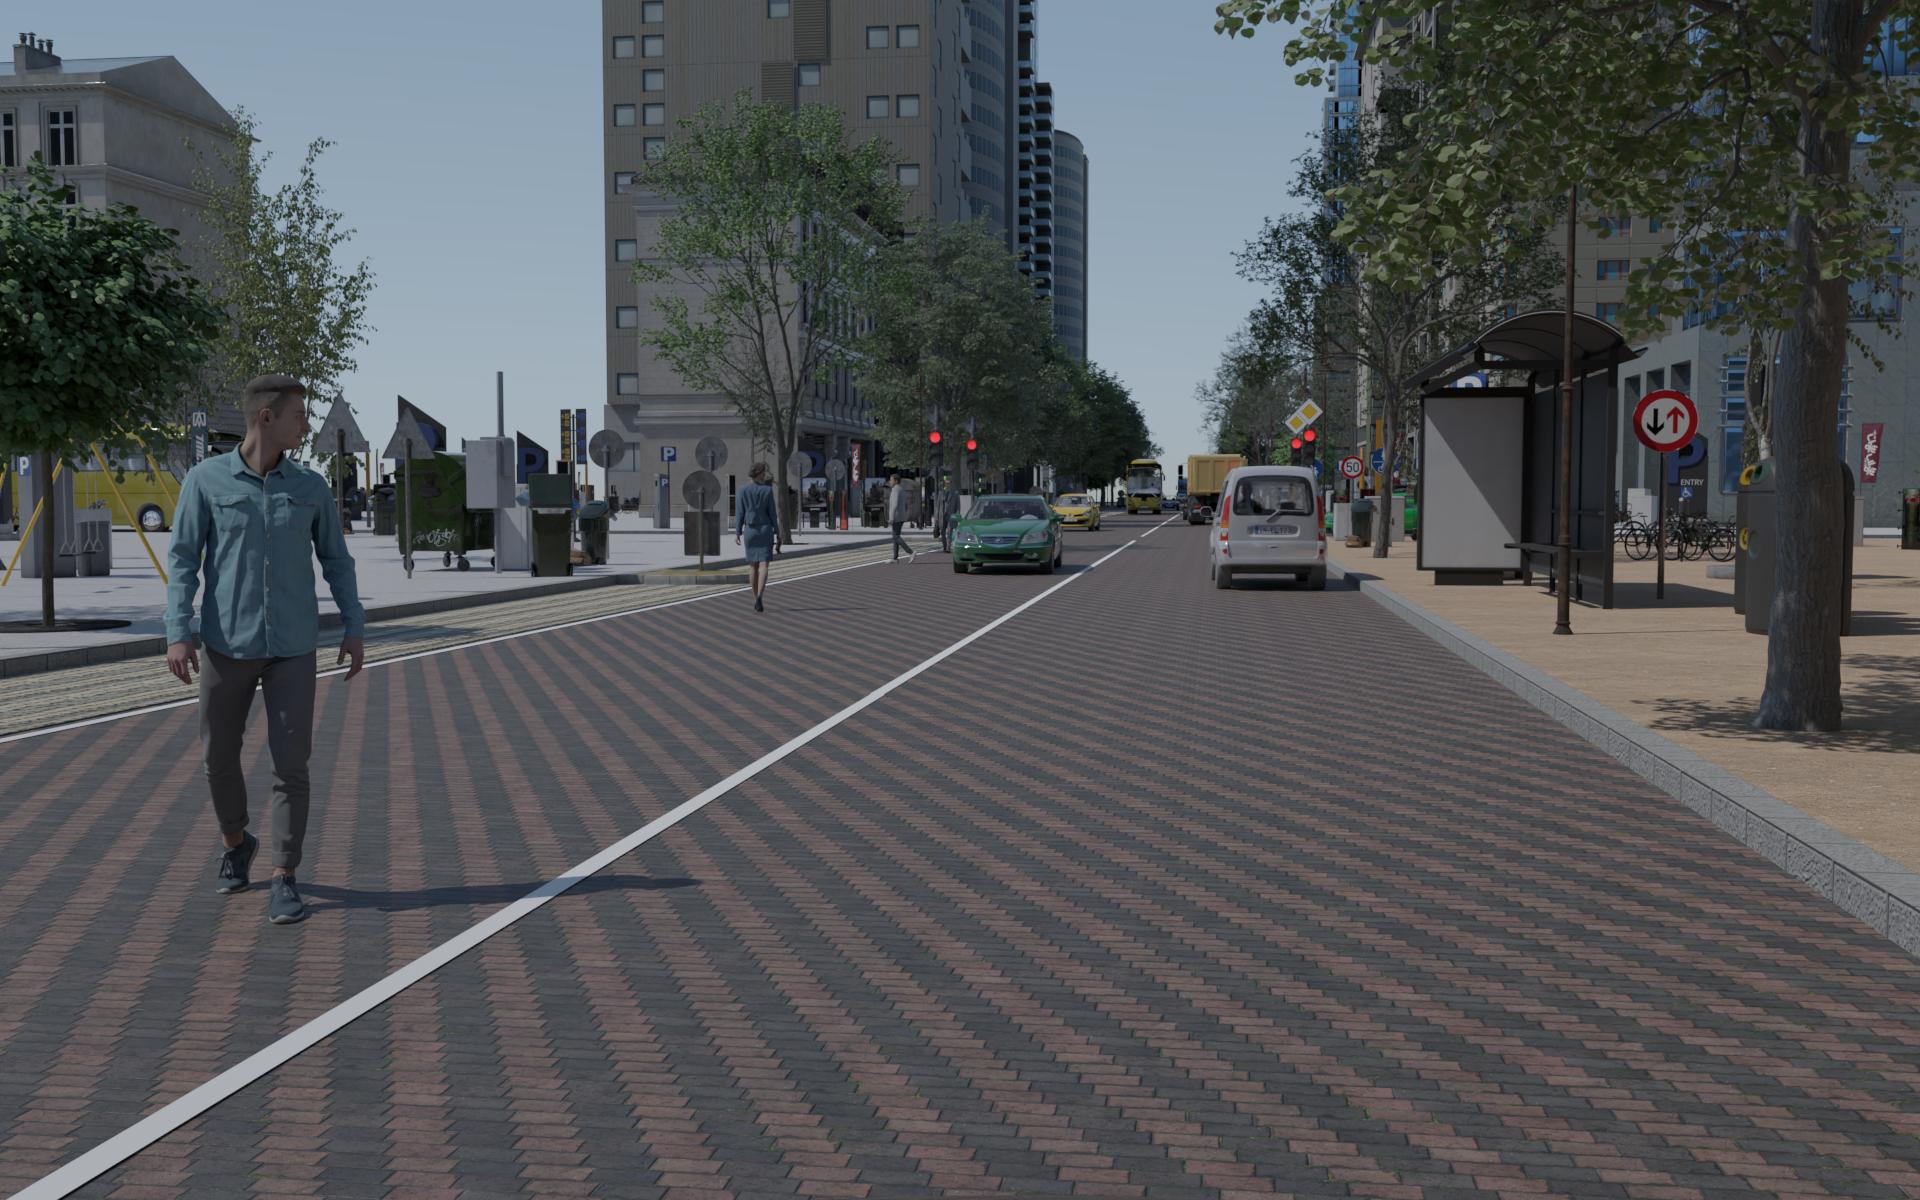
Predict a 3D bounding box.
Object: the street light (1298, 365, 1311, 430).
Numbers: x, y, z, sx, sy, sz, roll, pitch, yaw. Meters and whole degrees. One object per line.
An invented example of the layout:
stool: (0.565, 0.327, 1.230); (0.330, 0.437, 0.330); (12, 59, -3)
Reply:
street light: (12.374, -5.469, 62.204); (0.468, 5.910, 1.993); (1, 4, 8)

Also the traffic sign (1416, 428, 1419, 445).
traffic sign: (7.577, -1.665, 27.321); (0.768, 2.556, 0.104); (1, 4, 11)

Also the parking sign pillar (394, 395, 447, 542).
parking sign pillar: (-14.602, -3.576, 46.933); (1.447, 3.967, 1.447); (0, 4, 4)

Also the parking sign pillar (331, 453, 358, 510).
parking sign pillar: (-31.187, -6.072, 87.746); (1.447, 3.967, 1.447); (1, 4, 17)

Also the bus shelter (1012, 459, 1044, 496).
bus shelter: (3.703, -7.719, 103.829); (2.179, 5.291, 8.768); (1, 4, 8)

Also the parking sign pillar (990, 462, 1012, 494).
parking sign pillar: (2.310, -6.636, 96.969); (1.447, 3.967, 1.447); (3, 5, 45)

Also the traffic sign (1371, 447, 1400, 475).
traffic sign: (11.473, -2.851, 46.716); (0.768, 2.556, 0.104); (1, 4, 17)

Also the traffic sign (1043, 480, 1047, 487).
traffic sign: (5.763, -7.547, 123.393); (0.884, 2.594, 0.081); (1, 4, 14)

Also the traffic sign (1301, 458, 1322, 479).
traffic sign: (12.402, -3.727, 61.038); (0.768, 2.556, 0.104); (1, 4, 9)

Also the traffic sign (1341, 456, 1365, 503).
traffic sign: (13.009, -3.506, 57.430); (0.768, 2.556, 0.104); (1, 4, 14)

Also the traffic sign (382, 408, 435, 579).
traffic sign: (-8.334, -1.599, 26.149); (0.884, 2.594, 0.081); (1, 4, 13)

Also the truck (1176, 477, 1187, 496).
truck: (36.298, -17.712, 279.343); (2.967, 4.110, 18.799); (0, 4, 7)

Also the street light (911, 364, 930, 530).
street light: (-1.397, -5.446, 61.830); (0.468, 5.910, 1.993); (1, 4, 8)

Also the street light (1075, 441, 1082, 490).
street light: (9.515, -10.024, 136.682); (0.468, 5.910, 1.993); (1, 4, 8)

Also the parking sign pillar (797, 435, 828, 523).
parking sign pillar: (-6.685, -5.502, 78.433); (1.447, 3.967, 1.447); (-1, 4, -11)

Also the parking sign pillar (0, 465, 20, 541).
parking sign pillar: (-26.509, -3.626, 47.751); (1.447, 3.967, 1.447); (-1, 4, -19)

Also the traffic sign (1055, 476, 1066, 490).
traffic sign: (7.105, -7.484, 122.463); (0.768, 2.556, 0.104); (1, 4, 10)

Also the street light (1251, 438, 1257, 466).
street light: (23.427, -10.132, 138.441); (0.468, 5.910, 1.993); (1, 4, 8)

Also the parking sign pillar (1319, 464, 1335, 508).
parking sign pillar: (19.210, -6.331, 91.979); (1.447, 3.967, 1.447); (0, 4, 3)

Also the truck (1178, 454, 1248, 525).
truck: (12.277, -5.346, 83.335); (3.469, 3.379, 9.791); (0, 4, 6)

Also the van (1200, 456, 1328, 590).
van: (4.828, -1.246, 27.381); (2.013, 2.044, 4.112); (0, 4, 7)

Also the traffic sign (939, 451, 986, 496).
traffic sign: (0.116, -5.366, 81.615); (2.265, 3.308, 0.079); (1, 4, 13)

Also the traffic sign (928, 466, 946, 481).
traffic sign: (-0.976, -4.301, 70.323); (0.884, 2.594, 0.081); (1, 4, 16)

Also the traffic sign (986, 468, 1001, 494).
traffic sign: (1.573, -5.093, 83.369); (0.768, 2.556, 0.104); (1, 4, 9)

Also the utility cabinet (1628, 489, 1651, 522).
utility cabinet: (27.449, -3.749, 69.970); (0.318, 1.500, 1.173); (-1, 4, -11)

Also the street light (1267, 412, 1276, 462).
street light: (17.472, -7.615, 97.285); (0.468, 5.910, 1.993); (1, 4, 8)

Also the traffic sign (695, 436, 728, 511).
traffic sign: (-5.484, -2.328, 38.176); (0.768, 2.556, 0.104); (1, 4, 14)

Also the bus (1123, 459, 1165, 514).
bus: (13.430, -8.211, 125.799); (2.896, 3.916, 12.252); (0, 4, 7)

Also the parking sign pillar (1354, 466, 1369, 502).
parking sign pillar: (28.147, -8.181, 122.226); (1.447, 3.967, 1.447); (3, 5, 43)

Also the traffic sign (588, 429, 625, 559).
traffic sign: (-6.965, -2.081, 34.126); (0.768, 2.556, 0.104); (1, 4, 11)

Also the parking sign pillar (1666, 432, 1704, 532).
parking sign pillar: (23.971, -4.201, 57.152); (1.447, 3.967, 1.447); (1, 4, 18)

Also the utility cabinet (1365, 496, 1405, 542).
utility cabinet: (11.368, -2.154, 46.379); (1.020, 1.237, 0.306); (0, 4, 3)

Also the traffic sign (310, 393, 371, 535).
traffic sign: (-7.962, -1.360, 22.246); (0.884, 2.594, 0.081); (1, 4, 16)

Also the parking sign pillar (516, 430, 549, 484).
parking sign pillar: (-17.931, -5.151, 72.698); (1.447, 3.967, 1.447); (0, 4, -8)

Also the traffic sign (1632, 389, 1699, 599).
traffic sign: (8.578, -1.286, 21.137); (0.768, 2.556, 0.104); (1, 4, 12)

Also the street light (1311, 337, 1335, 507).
street light: (10.599, -4.746, 50.387); (0.468, 5.910, 1.993); (1, 4, 8)

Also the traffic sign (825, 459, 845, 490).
traffic sign: (-4.575, -3.867, 63.325); (0.768, 2.556, 0.104); (1, 4, 14)

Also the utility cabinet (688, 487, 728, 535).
utility cabinet: (-7.729, -2.719, 53.138); (1.173, 1.500, 0.318); (-1, 4, -14)

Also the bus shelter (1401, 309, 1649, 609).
bus shelter: (6.845, -1.698, 21.689); (2.014, 3.302, 5.546); (0, 4, 8)

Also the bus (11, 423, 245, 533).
bus: (-30.747, -4.255, 61.114); (12.252, 3.916, 2.896); (1, 4, 10)

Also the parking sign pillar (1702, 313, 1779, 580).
parking sign pillar: (12.138, -2.310, 26.238); (1.447, 3.967, 1.447); (1, 4, 21)

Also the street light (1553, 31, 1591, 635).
street light: (5.517, -2.623, 15.668); (0.468, 5.910, 1.993); (1, 4, 8)

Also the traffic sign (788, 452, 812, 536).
traffic sign: (-4.862, -3.207, 52.539); (0.768, 2.556, 0.104); (1, 4, 16)

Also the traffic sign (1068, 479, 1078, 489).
traffic sign: (8.721, -8.094, 133.528); (0.795, 2.450, 0.064); (1, 4, 15)

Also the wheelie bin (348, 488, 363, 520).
wheelie bin: (-29.734, -4.716, 85.017); (0.980, 1.594, 0.693); (3, 5, 42)

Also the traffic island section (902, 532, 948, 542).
traffic island section: (-0.728, -1.850, 52.523); (2.009, 0.180, 2.903); (1, 4, 8)

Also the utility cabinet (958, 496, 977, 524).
utility cabinet: (0.220, -3.815, 73.533); (1.020, 1.237, 0.306); (2, 4, 32)

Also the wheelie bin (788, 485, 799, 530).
wheelie bin: (-6.145, -3.354, 62.752); (0.693, 1.594, 0.980); (0, 4, 1)

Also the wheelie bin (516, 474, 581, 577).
wheelie bin: (-6.421, -1.168, 27.008); (0.980, 1.594, 0.693); (-1, 4, -18)

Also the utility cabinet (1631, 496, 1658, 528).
utility cabinet: (26.056, -3.350, 65.931); (0.306, 1.237, 1.020); (-1, 4, -23)

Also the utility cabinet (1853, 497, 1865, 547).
utility cabinet: (21.418, -1.896, 42.169); (1.020, 1.237, 0.306); (0, 4, 5)
